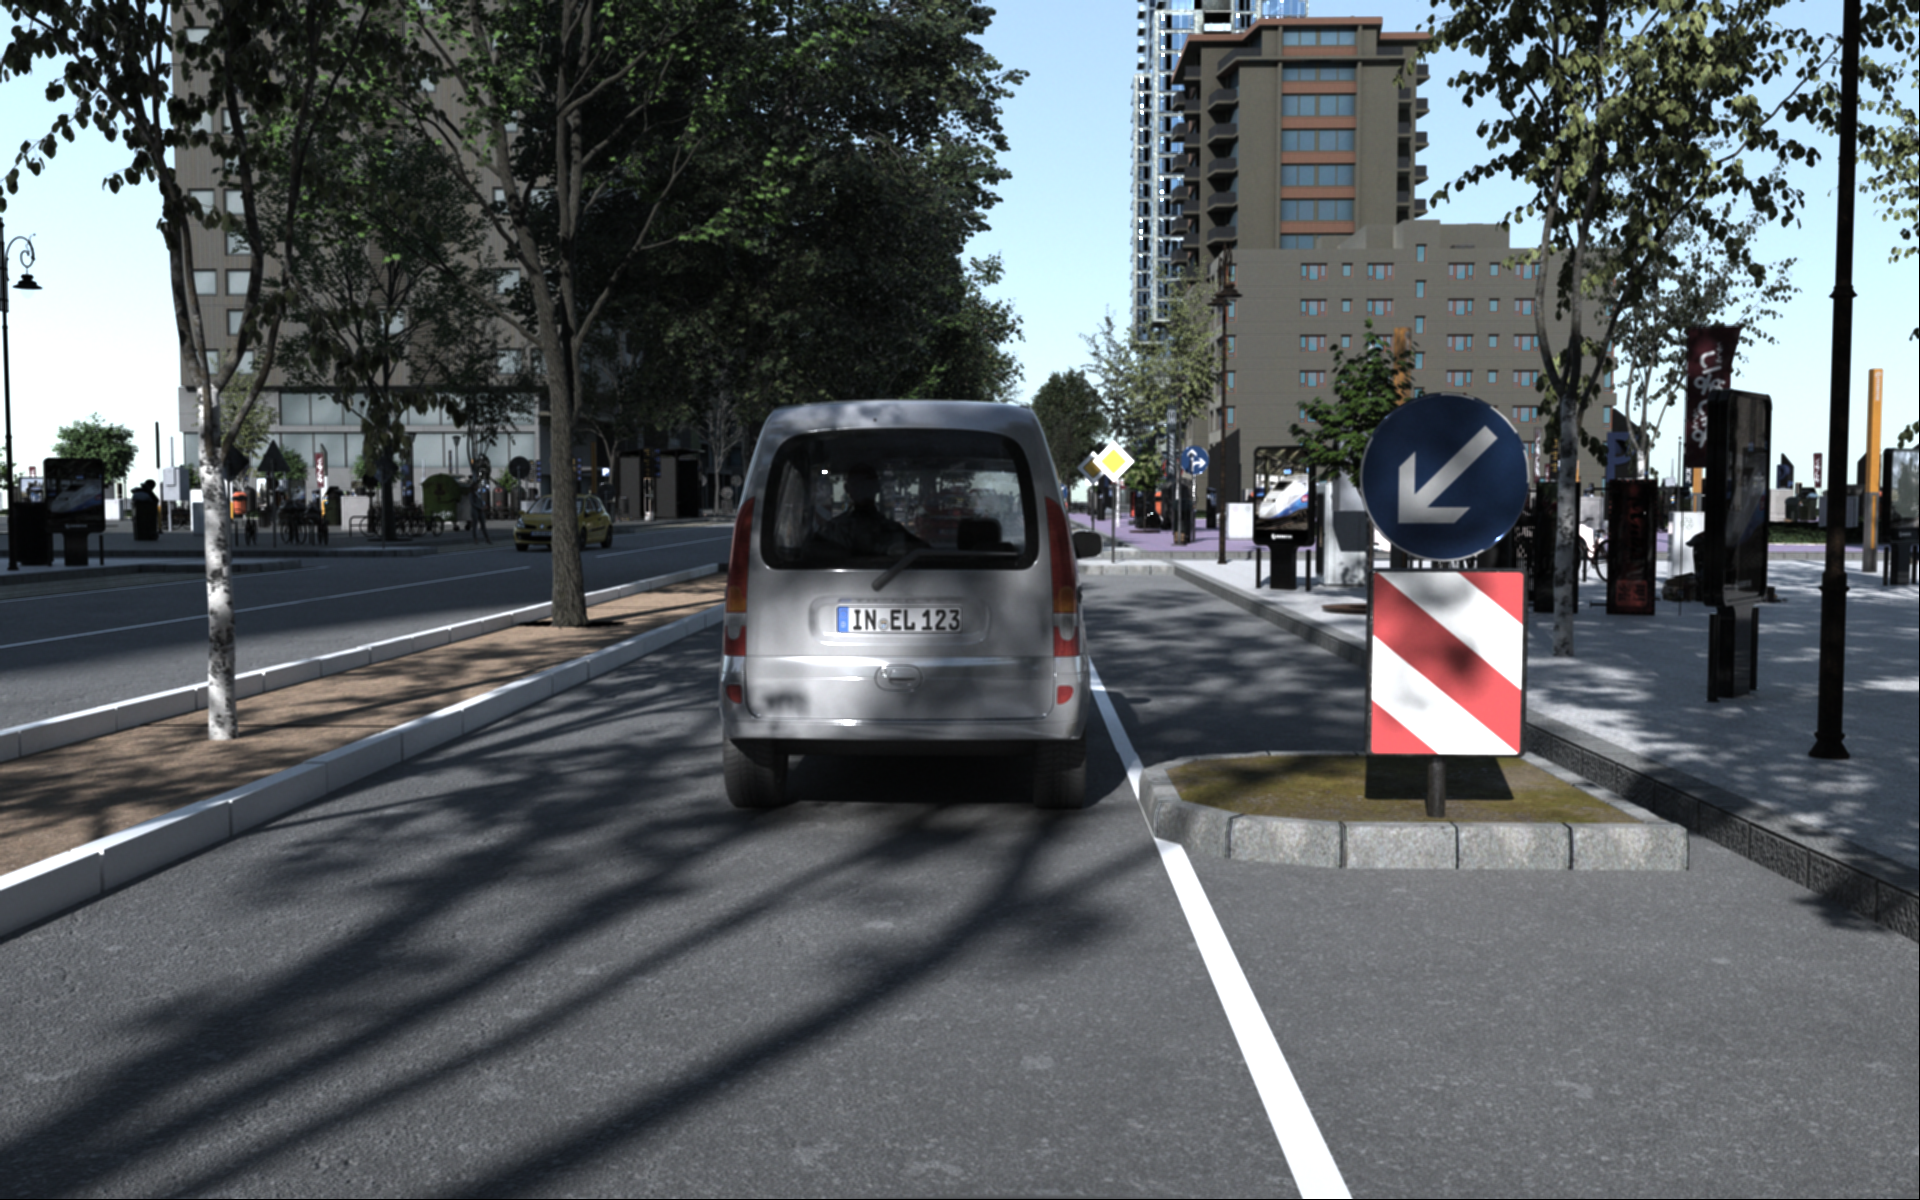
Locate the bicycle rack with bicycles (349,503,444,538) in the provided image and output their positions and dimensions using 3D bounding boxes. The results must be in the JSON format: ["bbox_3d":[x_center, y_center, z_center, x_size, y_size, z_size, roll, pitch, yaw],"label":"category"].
[{"bbox_3d":[-16.875,-2.372,52.156,2.852,0.926,2.925,3,5,42],"label":"bicycle rack with bicycles"}]

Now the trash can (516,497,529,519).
[{"bbox_3d":[-18.281,-3.741,72.822,0.748,1.137,0.748,0,3,0],"label":"trash can"}]

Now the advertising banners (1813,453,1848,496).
[{"bbox_3d":[36.733,-4.708,73.155,0.090,3.025,2.074,-1,4,-13],"label":"advertising banners"}]

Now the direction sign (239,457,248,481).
[{"bbox_3d":[-43.361,-6.903,104.863,0.876,3.537,0.379,2,4,31],"label":"direction sign"}]

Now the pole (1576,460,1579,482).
[{"bbox_3d":[37.236,-6.774,104.604,0.158,3.312,0.155,0,3,0],"label":"pole"}]

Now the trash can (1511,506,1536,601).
[{"bbox_3d":[6.797,-0.572,21.004,0.748,1.137,0.748,0,3,0],"label":"trash can"}]

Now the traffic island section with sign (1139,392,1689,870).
[{"bbox_3d":[1.814,0.065,7.563,1.989,1.847,2.006,0,4,2],"label":"traffic island section with sign"}]

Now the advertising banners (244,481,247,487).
[{"bbox_3d":[-47.960,-7.274,115.114,2.074,3.025,0.090,2,4,30],"label":"advertising banners"}]

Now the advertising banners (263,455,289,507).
[{"bbox_3d":[-30.727,-4.996,77.877,0.090,3.025,2.074,1,4,9],"label":"advertising banners"}]

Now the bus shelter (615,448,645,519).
[{"bbox_3d":[-16.651,-6.112,91.214,1.731,3.624,6.357,0,4,2],"label":"bus shelter"}]

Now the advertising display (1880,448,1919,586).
[{"bbox_3d":[13.333,-1.181,24.517,0.974,1.923,0.123,-3,4,-37],"label":"advertising display"}]

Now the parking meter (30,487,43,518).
[{"bbox_3d":[-31.995,-3.157,60.021,0.372,1.533,0.369,0,3,0],"label":"parking meter"}]

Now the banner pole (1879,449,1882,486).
[{"bbox_3d":[50.940,-6.480,95.961,0.401,3.779,0.863,1,4,19],"label":"banner pole"}]

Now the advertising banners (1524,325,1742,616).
[{"bbox_3d":[7.104,-1.355,18.343,2.074,3.025,0.090,1,4,23],"label":"advertising banners"}]

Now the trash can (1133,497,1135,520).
[{"bbox_3d":[8.395,-4.204,80.385,0.748,1.137,0.748,0,3,0],"label":"trash can"}]

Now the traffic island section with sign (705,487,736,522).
[{"bbox_3d":[-12.119,-4.973,89.942,1.989,1.847,2.006,0,4,2],"label":"traffic island section with sign"}]

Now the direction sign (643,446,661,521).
[{"bbox_3d":[-14.692,-5.546,82.666,0.876,3.537,0.379,-2,4,-35],"label":"direction sign"}]

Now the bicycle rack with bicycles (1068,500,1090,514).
[{"bbox_3d":[8.290,-6.027,111.925,2.852,0.926,2.925,3,4,38],"label":"bicycle rack with bicycles"}]

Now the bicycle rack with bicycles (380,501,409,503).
[{"bbox_3d":[-21.509,-3.295,67.253,2.852,0.926,2.925,-1,4,-13],"label":"bicycle rack with bicycles"}]

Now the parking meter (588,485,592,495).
[{"bbox_3d":[-23.487,-6.412,110.544,0.255,1.863,0.399,3,4,38],"label":"parking meter"}]

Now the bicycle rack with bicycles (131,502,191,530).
[{"bbox_3d":[-28.247,-3.012,62.622,2.925,0.926,2.852,-3,5,-42],"label":"bicycle rack with bicycles"}]

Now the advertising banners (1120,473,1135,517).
[{"bbox_3d":[9.725,-6.115,96.166,2.074,3.025,0.090,1,4,20],"label":"advertising banners"}]

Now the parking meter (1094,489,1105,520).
[{"bbox_3d":[6.864,-4.636,84.205,0.372,1.533,0.369,0,3,0],"label":"parking meter"}]

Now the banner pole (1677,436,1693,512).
[{"bbox_3d":[31.399,-5.201,75.050,0.863,3.779,0.401,3,4,36],"label":"banner pole"}]

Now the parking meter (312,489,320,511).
[{"bbox_3d":[-32.389,-4.815,87.134,0.372,1.533,0.369,0,3,0],"label":"parking meter"}]

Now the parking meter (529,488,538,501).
[{"bbox_3d":[-17.077,-3.728,69.364,0.372,1.533,0.369,0,3,0],"label":"parking meter"}]

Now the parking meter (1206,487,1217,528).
[{"bbox_3d":[9.436,-3.461,65.001,0.372,1.533,0.369,0,3,0],"label":"parking meter"}]

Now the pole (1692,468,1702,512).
[{"bbox_3d":[17.990,-2.960,42.245,0.158,3.312,0.155,0,3,0],"label":"pole"}]

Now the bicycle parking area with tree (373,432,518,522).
[{"bbox_3d":[-25.020,-5.876,83.070,9.016,4.147,8.231,1,4,20],"label":"bicycle parking area with tree"}]

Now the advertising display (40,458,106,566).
[{"bbox_3d":[-15.825,-1.575,30.964,0.974,1.923,0.123,-3,5,-40],"label":"advertising display"}]

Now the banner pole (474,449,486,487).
[{"bbox_3d":[-26.513,-6.459,95.623,0.863,3.779,0.401,1,4,18],"label":"banner pole"}]

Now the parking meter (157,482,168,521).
[{"bbox_3d":[-37.781,-4.670,82.070,0.255,1.863,0.399,3,4,36],"label":"parking meter"}]

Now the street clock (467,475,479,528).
[{"bbox_3d":[-18.503,-3.742,65.748,0.471,2.002,0.358,-2,4,-28],"label":"street clock"}]

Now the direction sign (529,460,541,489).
[{"bbox_3d":[-28.262,-7.536,115.203,0.876,3.537,0.379,1,4,13],"label":"direction sign"}]

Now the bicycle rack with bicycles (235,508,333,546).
[{"bbox_3d":[-17.252,-1.868,43.918,2.852,0.926,2.925,-1,4,-22],"label":"bicycle rack with bicycles"}]

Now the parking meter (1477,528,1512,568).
[{"bbox_3d":[6.054,-0.686,19.627,0.372,1.533,0.369,0,3,0],"label":"parking meter"}]

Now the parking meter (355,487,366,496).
[{"bbox_3d":[-22.661,-3.492,65.502,0.372,1.533,0.369,0,3,0],"label":"parking meter"}]

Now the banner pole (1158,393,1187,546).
[{"bbox_3d":[5.318,-3.232,42.861,0.401,3.779,0.863,3,4,39],"label":"banner pole"}]

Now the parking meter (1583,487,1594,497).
[{"bbox_3d":[23.721,-3.483,65.351,0.372,1.533,0.369,0,3,0],"label":"parking meter"}]

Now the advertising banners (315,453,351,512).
[{"bbox_3d":[-26.454,-4.702,73.063,2.074,3.025,0.090,2,4,28],"label":"advertising banners"}]

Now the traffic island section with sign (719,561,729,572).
[{"bbox_3d":[-3.426,-1.501,32.673,2.006,1.907,1.989,0,4,2],"label":"traffic island section with sign"}]

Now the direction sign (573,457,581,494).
[{"bbox_3d":[-23.258,-6.914,105.042,0.876,3.537,0.379,3,4,37],"label":"direction sign"}]

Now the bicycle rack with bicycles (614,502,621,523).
[{"bbox_3d":[-16.382,-3.923,77.528,2.852,0.926,2.925,0,4,-1],"label":"bicycle rack with bicycles"}]

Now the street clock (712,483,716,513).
[{"bbox_3d":[-16.426,-6.823,116.123,0.358,2.002,0.471,-3,5,-43],"label":"street clock"}]

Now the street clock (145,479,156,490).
[{"bbox_3d":[-39.858,-4.936,85.278,0.471,2.002,0.358,-3,5,-42],"label":"street clock"}]

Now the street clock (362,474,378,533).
[{"bbox_3d":[-19.627,-3.250,57.700,0.471,2.002,0.358,1,4,12],"label":"street clock"}]

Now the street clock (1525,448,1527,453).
[{"bbox_3d":[6.836,-1.052,21.767,0.471,2.002,0.358,0,4,-3],"label":"street clock"}]

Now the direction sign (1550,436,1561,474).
[{"bbox_3d":[23.408,-4.623,67.576,0.379,3.537,0.876,-3,5,-40],"label":"direction sign"}]

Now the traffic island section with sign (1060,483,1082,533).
[{"bbox_3d":[3.437,-3.298,62.553,1.989,1.847,2.006,0,4,2],"label":"traffic island section with sign"}]

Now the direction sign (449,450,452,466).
[{"bbox_3d":[-26.454,-5.992,89.966,0.379,3.537,0.876,-1,4,-23],"label":"direction sign"}]

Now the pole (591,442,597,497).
[{"bbox_3d":[-14.312,-4.522,67.779,0.158,3.312,0.155,0,3,0],"label":"pole"}]

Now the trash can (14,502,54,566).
[{"bbox_3d":[-16.718,-1.199,31.265,0.748,1.137,0.748,0,3,0],"label":"trash can"}]

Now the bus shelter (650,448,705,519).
[{"bbox_3d":[-14.839,-6.121,91.361,1.731,3.624,6.357,0,4,2],"label":"bus shelter"}]

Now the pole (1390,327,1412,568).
[{"bbox_3d":[5.422,-1.680,21.308,0.158,3.312,0.155,0,3,0],"label":"pole"}]

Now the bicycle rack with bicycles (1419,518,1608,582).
[{"bbox_3d":[8.228,-0.784,26.193,2.852,0.926,2.925,0,4,-8],"label":"bicycle rack with bicycles"}]

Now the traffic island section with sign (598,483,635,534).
[{"bbox_3d":[-12.918,-3.325,62.999,1.989,1.847,2.006,0,4,2],"label":"traffic island section with sign"}]

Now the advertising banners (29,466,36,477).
[{"bbox_3d":[-57.735,-6.906,109.097,2.074,3.025,0.090,1,4,13],"label":"advertising banners"}]

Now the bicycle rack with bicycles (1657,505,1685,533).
[{"bbox_3d":[23.391,-2.764,58.577,2.925,0.926,2.852,0,4,-8],"label":"bicycle rack with bicycles"}]

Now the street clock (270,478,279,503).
[{"bbox_3d":[-31.656,-4.604,79.849,0.471,2.002,0.358,0,4,-6],"label":"street clock"}]
